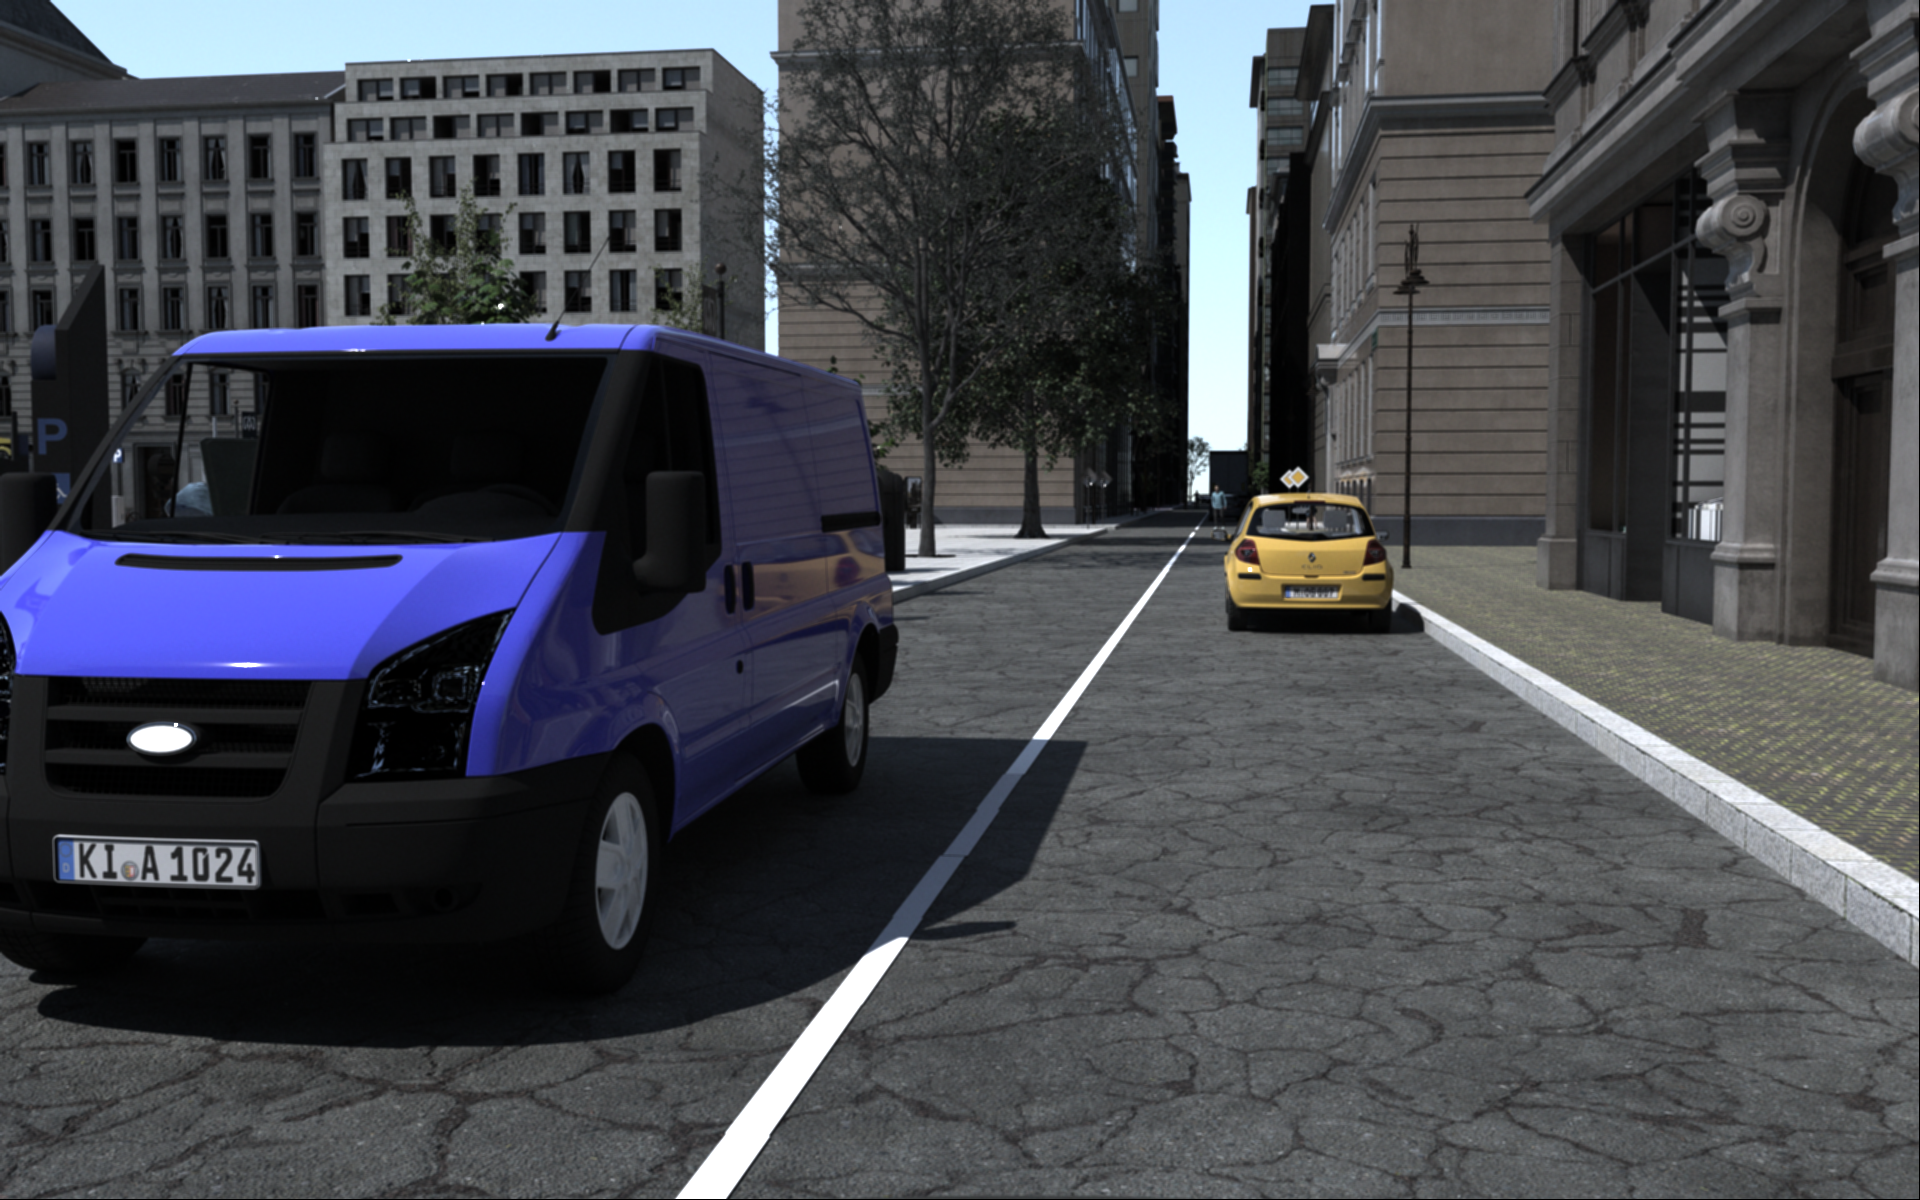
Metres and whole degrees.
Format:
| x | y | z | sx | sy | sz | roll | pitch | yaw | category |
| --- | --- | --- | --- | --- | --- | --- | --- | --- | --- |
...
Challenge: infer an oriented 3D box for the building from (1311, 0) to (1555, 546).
| x | y | z | sx | sy | sz | roll | pitch | yaw | category |
| --- | --- | --- | --- | --- | --- | --- | --- | --- | --- |
| 17.845 | -16.205 | 50.853 | 13.634 | 28.700 | 20.117 | 1 | 4 | 9 | building |

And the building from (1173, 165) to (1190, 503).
| x | y | z | sx | sy | sz | roll | pitch | yaw | category |
| --- | --- | --- | --- | --- | --- | --- | --- | --- | --- |
| 22.726 | -38.591 | 254.658 | 21.300 | 48.544 | 21.600 | 1 | 4 | 9 | building |

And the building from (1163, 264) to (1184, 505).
| x | y | z | sx | sy | sz | roll | pitch | yaw | category |
| --- | --- | --- | --- | --- | --- | --- | --- | --- | --- |
| 19.518 | -26.794 | 209.782 | 14.160 | 30.474 | 14.107 | 1 | 4 | 9 | building |

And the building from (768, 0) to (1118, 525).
| x | y | z | sx | sy | sz | roll | pitch | yaw | category |
| --- | --- | --- | --- | --- | --- | --- | --- | --- | --- |
| 0.080 | -18.068 | 81.312 | 13.634 | 28.700 | 20.117 | 1 | 4 | 9 | building |

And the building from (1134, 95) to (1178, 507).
| x | y | z | sx | sy | sz | roll | pitch | yaw | category |
| --- | --- | --- | --- | --- | --- | --- | --- | --- | --- |
| 12.333 | -32.668 | 188.739 | 22.147 | 44.769 | 28.867 | 1 | 4 | 9 | building |

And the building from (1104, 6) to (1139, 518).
| x | y | z | sx | sy | sz | roll | pitch | yaw | category |
| --- | --- | --- | --- | --- | --- | --- | --- | --- | --- |
| 4.562 | -20.080 | 105.802 | 11.434 | 29.767 | 29.804 | 1 | 4 | 9 | building |

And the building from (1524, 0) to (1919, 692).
| x | y | z | sx | sy | sz | roll | pitch | yaw | category |
| --- | --- | --- | --- | --- | --- | --- | --- | --- | --- |
| 12.162 | -10.425 | 21.366 | 10.553 | 20.767 | 40.483 | 1 | 4 | 9 | building |

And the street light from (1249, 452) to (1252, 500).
| x | y | z | sx | sy | sz | roll | pitch | yaw | category |
| --- | --- | --- | --- | --- | --- | --- | --- | --- | --- |
| 31.679 | -13.190 | 188.439 | 0.468 | 5.910 | 1.993 | 1 | 4 | 9 | street light |

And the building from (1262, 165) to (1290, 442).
| x | y | z | sx | sy | sz | roll | pitch | yaw | category |
| --- | --- | --- | --- | --- | --- | --- | --- | --- | --- |
| 30.149 | -21.014 | 130.973 | 14.401 | 28.519 | 23.554 | 1 | 4 | 9 | building |

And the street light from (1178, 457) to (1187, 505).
| x | y | z | sx | sy | sz | roll | pitch | yaw | category |
| --- | --- | --- | --- | --- | --- | --- | --- | --- | --- |
| 29.476 | -15.703 | 229.537 | 0.468 | 5.910 | 1.993 | 1 | 4 | 9 | street light |

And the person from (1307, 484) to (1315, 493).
| x | y | z | sx | sy | sz | roll | pitch | yaw | category |
| --- | --- | --- | --- | --- | --- | --- | --- | --- | --- |
| 13.164 | -3.451 | 64.955 | 0.581 | 1.822 | 0.654 | -1 | 4 | -20 | person |

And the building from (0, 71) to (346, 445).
| x | y | z | sx | sy | sz | roll | pitch | yaw | category |
| --- | --- | --- | --- | --- | --- | --- | --- | --- | --- |
| -35.677 | -14.261 | 82.324 | 18.267 | 20.994 | 9.793 | 1 | 4 | 9 | building |

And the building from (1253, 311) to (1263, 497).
| x | y | z | sx | sy | sz | roll | pitch | yaw | category |
| --- | --- | --- | --- | --- | --- | --- | --- | --- | --- |
| 44.154 | -20.242 | 176.003 | 27.650 | 21.520 | 28.899 | 1 | 4 | 9 | building |

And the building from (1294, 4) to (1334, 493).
| x | y | z | sx | sy | sz | roll | pitch | yaw | category |
| --- | --- | --- | --- | --- | --- | --- | --- | --- | --- |
| 30.010 | -14.794 | 75.173 | 30.059 | 22.955 | 16.112 | 1 | 4 | 9 | building |

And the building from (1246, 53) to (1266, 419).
| x | y | z | sx | sy | sz | roll | pitch | yaw | category |
| --- | --- | --- | --- | --- | --- | --- | --- | --- | --- |
| 48.451 | -37.545 | 203.105 | 28.713 | 52.752 | 27.495 | 1 | 4 | 9 | building |

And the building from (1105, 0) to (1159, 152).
| x | y | z | sx | sy | sz | roll | pitch | yaw | category |
| --- | --- | --- | --- | --- | --- | --- | --- | --- | --- |
| 4.514 | -34.984 | 161.227 | 28.713 | 52.752 | 27.495 | 1 | 4 | 9 | building |

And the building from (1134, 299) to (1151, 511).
| x | y | z | sx | sy | sz | roll | pitch | yaw | category |
| --- | --- | --- | --- | --- | --- | --- | --- | --- | --- |
| 5.785 | -16.026 | 129.481 | 16.820 | 18.784 | 16.811 | 1 | 4 | 9 | building |

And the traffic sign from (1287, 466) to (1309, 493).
| x | y | z | sx | sy | sz | roll | pitch | yaw | category |
| --- | --- | --- | --- | --- | --- | --- | --- | --- | --- |
| 12.163 | -3.591 | 62.363 | 0.795 | 2.450 | 0.064 | 1 | 4 | 9 | traffic sign |

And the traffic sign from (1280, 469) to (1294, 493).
| x | y | z | sx | sy | sz | roll | pitch | yaw | category |
| --- | --- | --- | --- | --- | --- | --- | --- | --- | --- |
| 13.359 | -4.074 | 70.258 | 0.795 | 2.450 | 0.064 | 1 | 4 | 9 | traffic sign |

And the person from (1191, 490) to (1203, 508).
| x | y | z | sx | sy | sz | roll | pitch | yaw | category |
| --- | --- | --- | --- | --- | --- | --- | --- | --- | --- |
| 23.586 | -10.029 | 172.465 | 1.348 | 1.826 | 0.705 | 1 | 4 | 13 | person |

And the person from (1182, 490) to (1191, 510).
| x | y | z | sx | sy | sz | roll | pitch | yaw | category |
| --- | --- | --- | --- | --- | --- | --- | --- | --- | --- |
| 20.227 | -8.962 | 155.034 | 0.705 | 1.824 | 1.348 | -2 | 4 | -29 | person |

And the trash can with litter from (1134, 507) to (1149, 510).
| x | y | z | sx | sy | sz | roll | pitch | yaw | category |
| --- | --- | --- | --- | --- | --- | --- | --- | --- | --- |
| 14.357 | -7.833 | 139.127 | 2.233 | 1.210 | 1.678 | 2 | 4 | 26 | trash can with litter |

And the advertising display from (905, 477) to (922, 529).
| x | y | z | sx | sy | sz | roll | pitch | yaw | category |
| --- | --- | --- | --- | --- | --- | --- | --- | --- | --- |
| -1.727 | -3.598 | 64.041 | 0.123 | 1.923 | 0.974 | 2 | 4 | 32 | advertising display |

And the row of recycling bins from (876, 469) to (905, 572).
| x | y | z | sx | sy | sz | roll | pitch | yaw | category |
| --- | --- | --- | --- | --- | --- | --- | --- | --- | --- |
| -1.928 | -1.263 | 27.767 | 1.069 | 1.692 | 3.534 | 2 | 4 | 28 | row of recycling bins |

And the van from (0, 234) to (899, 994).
| x | y | z | sx | sy | sz | roll | pitch | yaw | category |
| --- | --- | --- | --- | --- | --- | --- | --- | --- | --- |
| -1.634 | -0.150 | 6.840 | 2.240 | 2.365 | 5.245 | 0 | 4 | 8 | van |

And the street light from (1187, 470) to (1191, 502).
| x | y | z | sx | sy | sz | roll | pitch | yaw | category |
| --- | --- | --- | --- | --- | --- | --- | --- | --- | --- |
| 34.096 | -17.605 | 260.635 | 0.468 | 5.910 | 1.993 | 1 | 4 | 9 | street light |

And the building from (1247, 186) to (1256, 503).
| x | y | z | sx | sy | sz | roll | pitch | yaw | category |
| --- | --- | --- | --- | --- | --- | --- | --- | --- | --- |
| 47.741 | -36.339 | 244.256 | 14.600 | 45.320 | 14.200 | 1 | 4 | 9 | building |

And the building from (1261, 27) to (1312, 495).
| x | y | z | sx | sy | sz | roll | pitch | yaw | category |
| --- | --- | --- | --- | --- | --- | --- | --- | --- | --- |
| 34.257 | -28.840 | 155.131 | 14.154 | 41.232 | 14.086 | 1 | 4 | 9 | building |

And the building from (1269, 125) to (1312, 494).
| x | y | z | sx | sy | sz | roll | pitch | yaw | category |
| --- | --- | --- | --- | --- | --- | --- | --- | --- | --- |
| 26.376 | -17.216 | 111.163 | 12.332 | 23.373 | 15.834 | 1 | 4 | 9 | building |

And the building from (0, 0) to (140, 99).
| x | y | z | sx | sy | sz | roll | pitch | yaw | category |
| --- | --- | --- | --- | --- | --- | --- | --- | --- | --- |
| -56.645 | -18.386 | 87.998 | 23.554 | 28.519 | 14.401 | 1 | 4 | 9 | building |

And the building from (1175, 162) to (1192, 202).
| x | y | z | sx | sy | sz | roll | pitch | yaw | category |
| --- | --- | --- | --- | --- | --- | --- | --- | --- | --- |
| 22.497 | -42.208 | 279.344 | 28.713 | 52.752 | 27.495 | 1 | 4 | 9 | building |

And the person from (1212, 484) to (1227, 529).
| x | y | z | sx | sy | sz | roll | pitch | yaw | category |
| --- | --- | --- | --- | --- | --- | --- | --- | --- | --- |
| 10.539 | -3.780 | 70.318 | 0.660 | 1.820 | 0.620 | 2 | 4 | 25 | person |

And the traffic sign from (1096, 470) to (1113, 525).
| x | y | z | sx | sy | sz | roll | pitch | yaw | category |
| --- | --- | --- | --- | --- | --- | --- | --- | --- | --- |
| 5.903 | -4.144 | 71.404 | 0.795 | 2.450 | 0.064 | 1 | 4 | 9 | traffic sign |

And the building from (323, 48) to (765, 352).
| x | y | z | sx | sy | sz | roll | pitch | yaw | category |
| --- | --- | --- | --- | --- | --- | --- | --- | --- | --- |
| -18.408 | -13.721 | 79.087 | 16.860 | 20.320 | 10.420 | 1 | 4 | 9 | building |

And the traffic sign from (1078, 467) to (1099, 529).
| x | y | z | sx | sy | sz | roll | pitch | yaw | category |
| --- | --- | --- | --- | --- | --- | --- | --- | --- | --- |
| 4.707 | -3.662 | 63.509 | 0.795 | 2.450 | 0.064 | 1 | 4 | 9 | traffic sign |
